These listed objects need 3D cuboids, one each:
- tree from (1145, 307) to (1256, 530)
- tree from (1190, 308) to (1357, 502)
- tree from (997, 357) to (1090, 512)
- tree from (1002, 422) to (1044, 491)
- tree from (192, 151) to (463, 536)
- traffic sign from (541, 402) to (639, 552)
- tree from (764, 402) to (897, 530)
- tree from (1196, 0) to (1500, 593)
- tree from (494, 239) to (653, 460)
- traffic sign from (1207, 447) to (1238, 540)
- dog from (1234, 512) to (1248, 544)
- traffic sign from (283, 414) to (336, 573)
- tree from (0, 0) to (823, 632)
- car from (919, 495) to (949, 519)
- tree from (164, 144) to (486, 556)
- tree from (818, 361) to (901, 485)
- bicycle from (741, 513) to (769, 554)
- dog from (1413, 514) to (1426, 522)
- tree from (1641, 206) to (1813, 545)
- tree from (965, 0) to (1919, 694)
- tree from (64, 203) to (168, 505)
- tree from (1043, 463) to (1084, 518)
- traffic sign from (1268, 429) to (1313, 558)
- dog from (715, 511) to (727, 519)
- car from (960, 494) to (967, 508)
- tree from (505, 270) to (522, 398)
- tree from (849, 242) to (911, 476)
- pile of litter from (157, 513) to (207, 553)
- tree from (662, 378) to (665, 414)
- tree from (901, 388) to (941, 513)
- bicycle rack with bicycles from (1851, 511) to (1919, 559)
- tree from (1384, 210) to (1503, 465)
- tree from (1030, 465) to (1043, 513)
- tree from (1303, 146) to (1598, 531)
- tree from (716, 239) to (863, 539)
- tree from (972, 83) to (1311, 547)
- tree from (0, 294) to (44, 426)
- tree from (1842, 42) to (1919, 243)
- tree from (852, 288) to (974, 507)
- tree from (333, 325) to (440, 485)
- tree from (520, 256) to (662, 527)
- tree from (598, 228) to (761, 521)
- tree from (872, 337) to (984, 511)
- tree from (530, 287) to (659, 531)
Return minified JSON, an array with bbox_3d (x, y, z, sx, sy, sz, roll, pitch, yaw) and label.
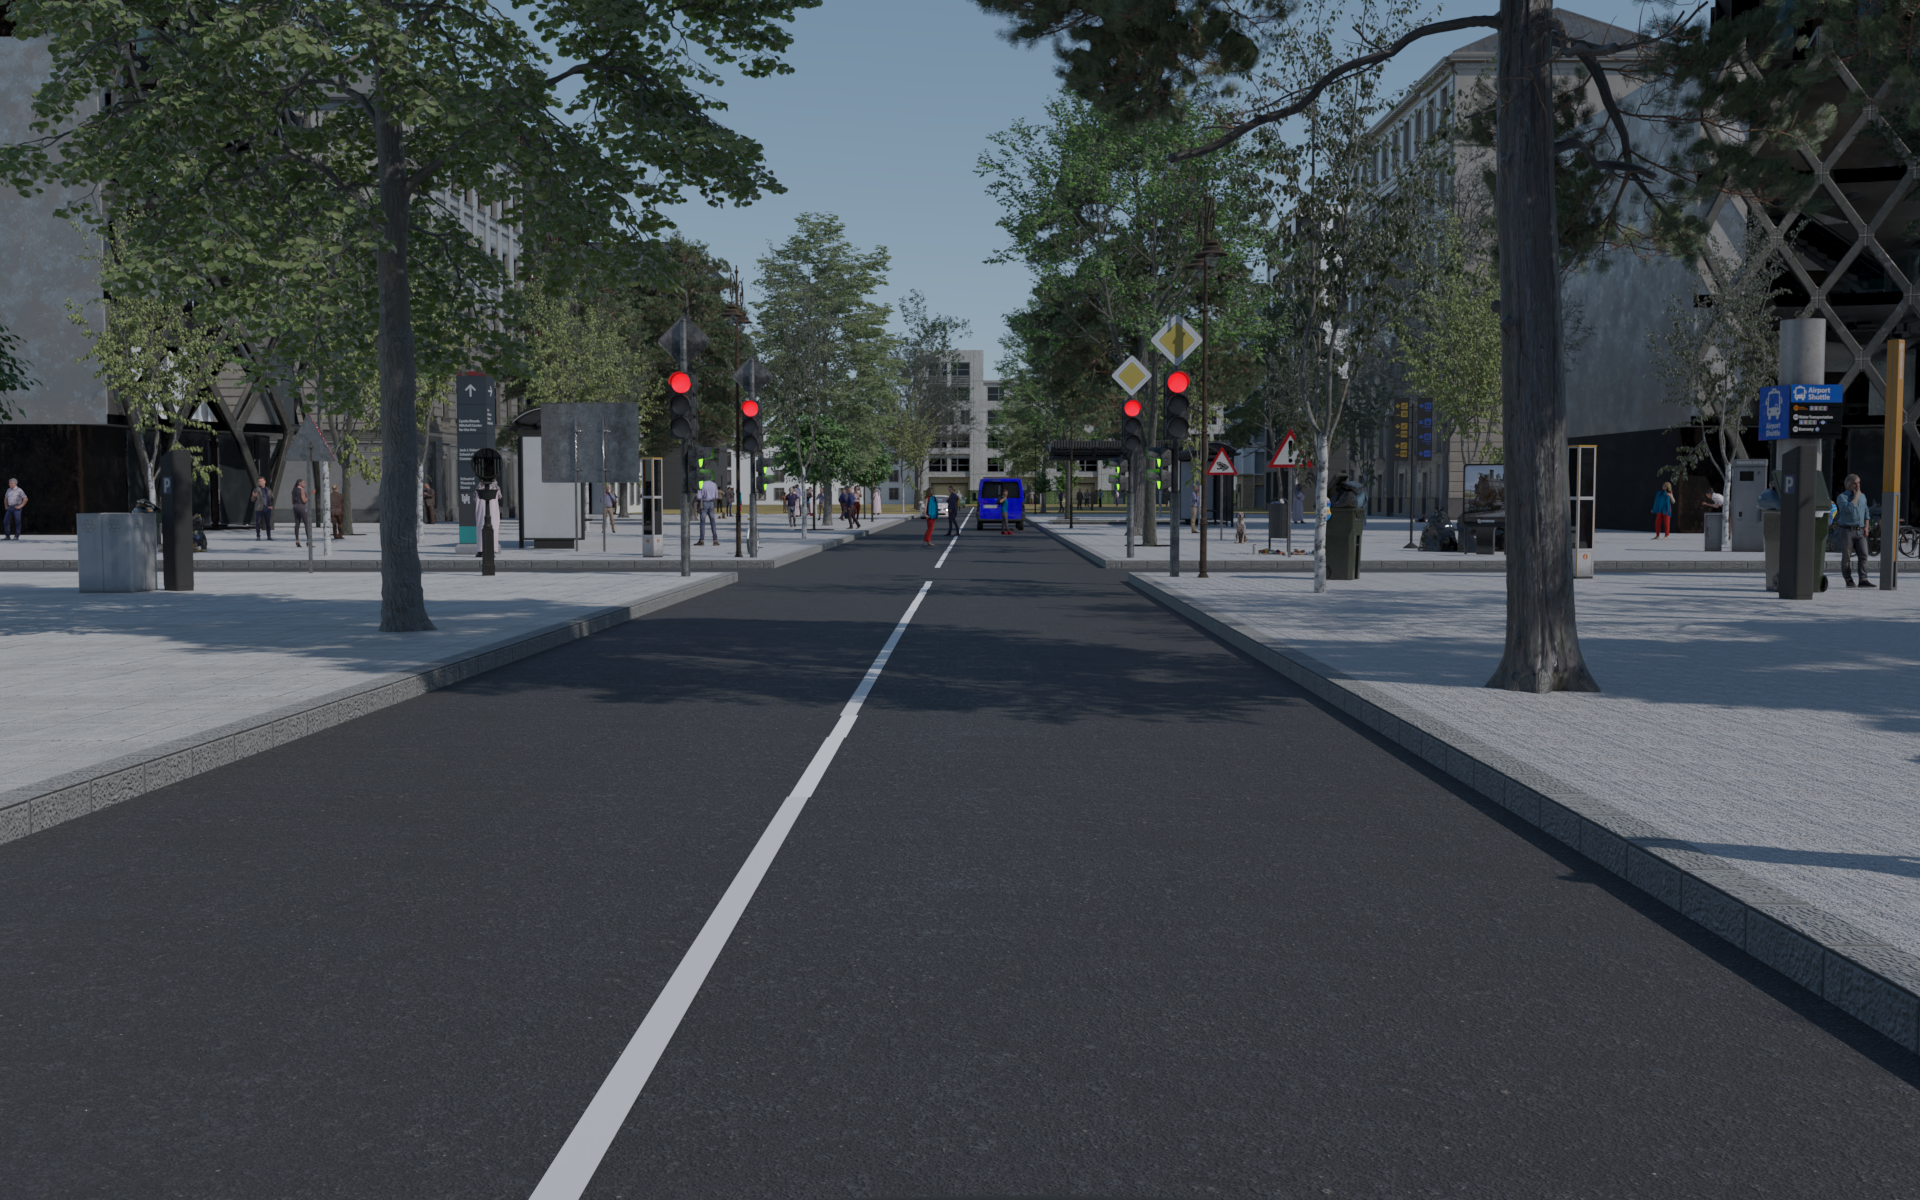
[{"bbox_3d":[8.249,-6.756,60.829,4.737,8.622,4.395,0,3,0],"label":"tree"},{"bbox_3d":[15.969,-9.307,86.577,8.767,10.594,7.601,-1,4,-23],"label":"tree"},{"bbox_3d":[6.326,-12.516,122.755,7.486,12.596,7.792,0,3,0],"label":"tree"},{"bbox_3d":[5.812,-13.035,163.486,4.737,8.622,4.395,0,3,0],"label":"tree"},{"bbox_3d":[-19.085,-7.793,53.167,9.928,11.665,9.643,0,3,0],"label":"tree"},{"bbox_3d":[-8.233,-2.730,38.504,2.265,3.308,0.079,1,4,9],"label":"traffic sign"},{"bbox_3d":[-5.121,-4.762,61.577,4.285,4.588,4.351,0,3,0],"label":"tree"},{"bbox_3d":[4.896,-4.400,22.305,4.360,8.622,3.978,0,3,0],"label":"tree"},{"bbox_3d":[-16.511,-9.231,72.987,6.751,12.117,7.091,0,3,0],"label":"tree"},{"bbox_3d":[7.243,-2.932,47.948,0.884,2.594,0.081,1,4,8],"label":"traffic sign"},{"bbox_3d":[7.409,-1.872,44.990,0.800,0.831,0.513,-2,4,-33],"label":"dog"},{"bbox_3d":[-10.507,-1.710,27.962,0.884,2.594,0.081,0,4,6],"label":"traffic sign"},{"bbox_3d":[-5.124,-5.956,15.503,7.486,12.596,7.792,0,3,0],"label":"tree"},{"bbox_3d":[-1.297,-5.347,99.782,2.083,1.381,4.827,0,4,1],"label":"car"},{"bbox_3d":[-12.940,-5.229,35.856,4.737,8.622,4.395,0,3,0],"label":"tree"},{"bbox_3d":[-6.013,-8.818,94.542,4.737,8.622,4.395,0,3,0],"label":"tree"},{"bbox_3d":[-4.482,-1.481,37.440,0.635,0.972,1.543,0,4,2],"label":"bicycle"},{"bbox_3d":[20.754,-3.691,78.080,0.550,0.427,0.748,-3,5,-41],"label":"dog"},{"bbox_3d":[19.477,-5.723,43.941,4.360,8.622,3.978,0,3,0],"label":"tree"},{"bbox_3d":[3.620,-6.350,11.252,7.806,13.903,7.818,0,3,0],"label":"tree"},{"bbox_3d":[-20.463,-5.717,43.835,4.737,8.622,4.395,0,3,0],"label":"tree"},{"bbox_3d":[5.761,-6.142,95.028,1.663,3.219,1.824,0,3,0],"label":"tree"},{"bbox_3d":[6.643,-2.133,34.875,0.884,2.594,0.081,0,4,8],"label":"traffic sign"},{"bbox_3d":[-12.387,-4.399,89.652,0.748,0.427,0.550,-1,4,-18],"label":"dog"},{"bbox_3d":[-0.352,-10.461,182.829,2.131,1.459,4.920,0,3,0],"label":"car"},{"bbox_3d":[-14.214,-5.797,45.143,4.737,8.622,4.395,0,3,0],"label":"tree"},{"bbox_3d":[-5.650,-9.317,70.464,7.486,12.596,7.792,0,3,0],"label":"tree"},{"bbox_3d":[-17.240,-1.493,38.377,1.176,0.858,1.719,0,4,-7],"label":"pile of litter"},{"bbox_3d":[-13.502,-7.094,66.357,4.737,8.622,4.395,0,3,0],"label":"tree"},{"bbox_3d":[-3.657,-10.271,118.297,4.737,8.622,4.395,0,3,0],"label":"tree"},{"bbox_3d":[19.296,-1.344,35.353,2.925,0.926,2.852,-1,4,-18],"label":"bicycle rack with bicycles"},{"bbox_3d":[12.980,-5.735,44.128,4.737,8.622,4.395,0,3,0],"label":"tree"},{"bbox_3d":[5.471,-7.462,116.610,1.663,3.219,1.824,0,3,0],"label":"tree"},{"bbox_3d":[17.194,-9.206,60.880,12.009,13.543,11.850,0,3,0],"label":"tree"},{"bbox_3d":[-4.609,-6.063,49.485,4.360,8.622,3.978,0,3,0],"label":"tree"},{"bbox_3d":[4.473,-7.107,41.951,9.928,11.665,9.643,0,3,0],"label":"tree"},{"bbox_3d":[-12.382,-2.213,19.896,4.285,4.588,4.351,0,3,0],"label":"tree"},{"bbox_3d":[11.795,-4.956,15.446,7.601,10.594,8.767,0,4,5],"label":"tree"},{"bbox_3d":[-4.675,-18.754,162.511,12.611,20.169,13.585,0,3,0],"label":"tree"},{"bbox_3d":[-21.079,-6.952,64.023,4.360,8.622,3.978,0,3,0],"label":"tree"},{"bbox_3d":[-12.128,-6.285,53.127,4.737,8.622,4.395,0,3,0],"label":"tree"},{"bbox_3d":[-12.789,-10.678,82.006,7.806,13.903,7.818,0,3,0],"label":"tree"},{"bbox_3d":[-3.352,-13.768,135.472,12.009,13.543,11.850,0,3,0],"label":"tree"},{"bbox_3d":[-12.789,-6.721,60.250,4.360,8.622,3.978,0,3,0],"label":"tree"}]
